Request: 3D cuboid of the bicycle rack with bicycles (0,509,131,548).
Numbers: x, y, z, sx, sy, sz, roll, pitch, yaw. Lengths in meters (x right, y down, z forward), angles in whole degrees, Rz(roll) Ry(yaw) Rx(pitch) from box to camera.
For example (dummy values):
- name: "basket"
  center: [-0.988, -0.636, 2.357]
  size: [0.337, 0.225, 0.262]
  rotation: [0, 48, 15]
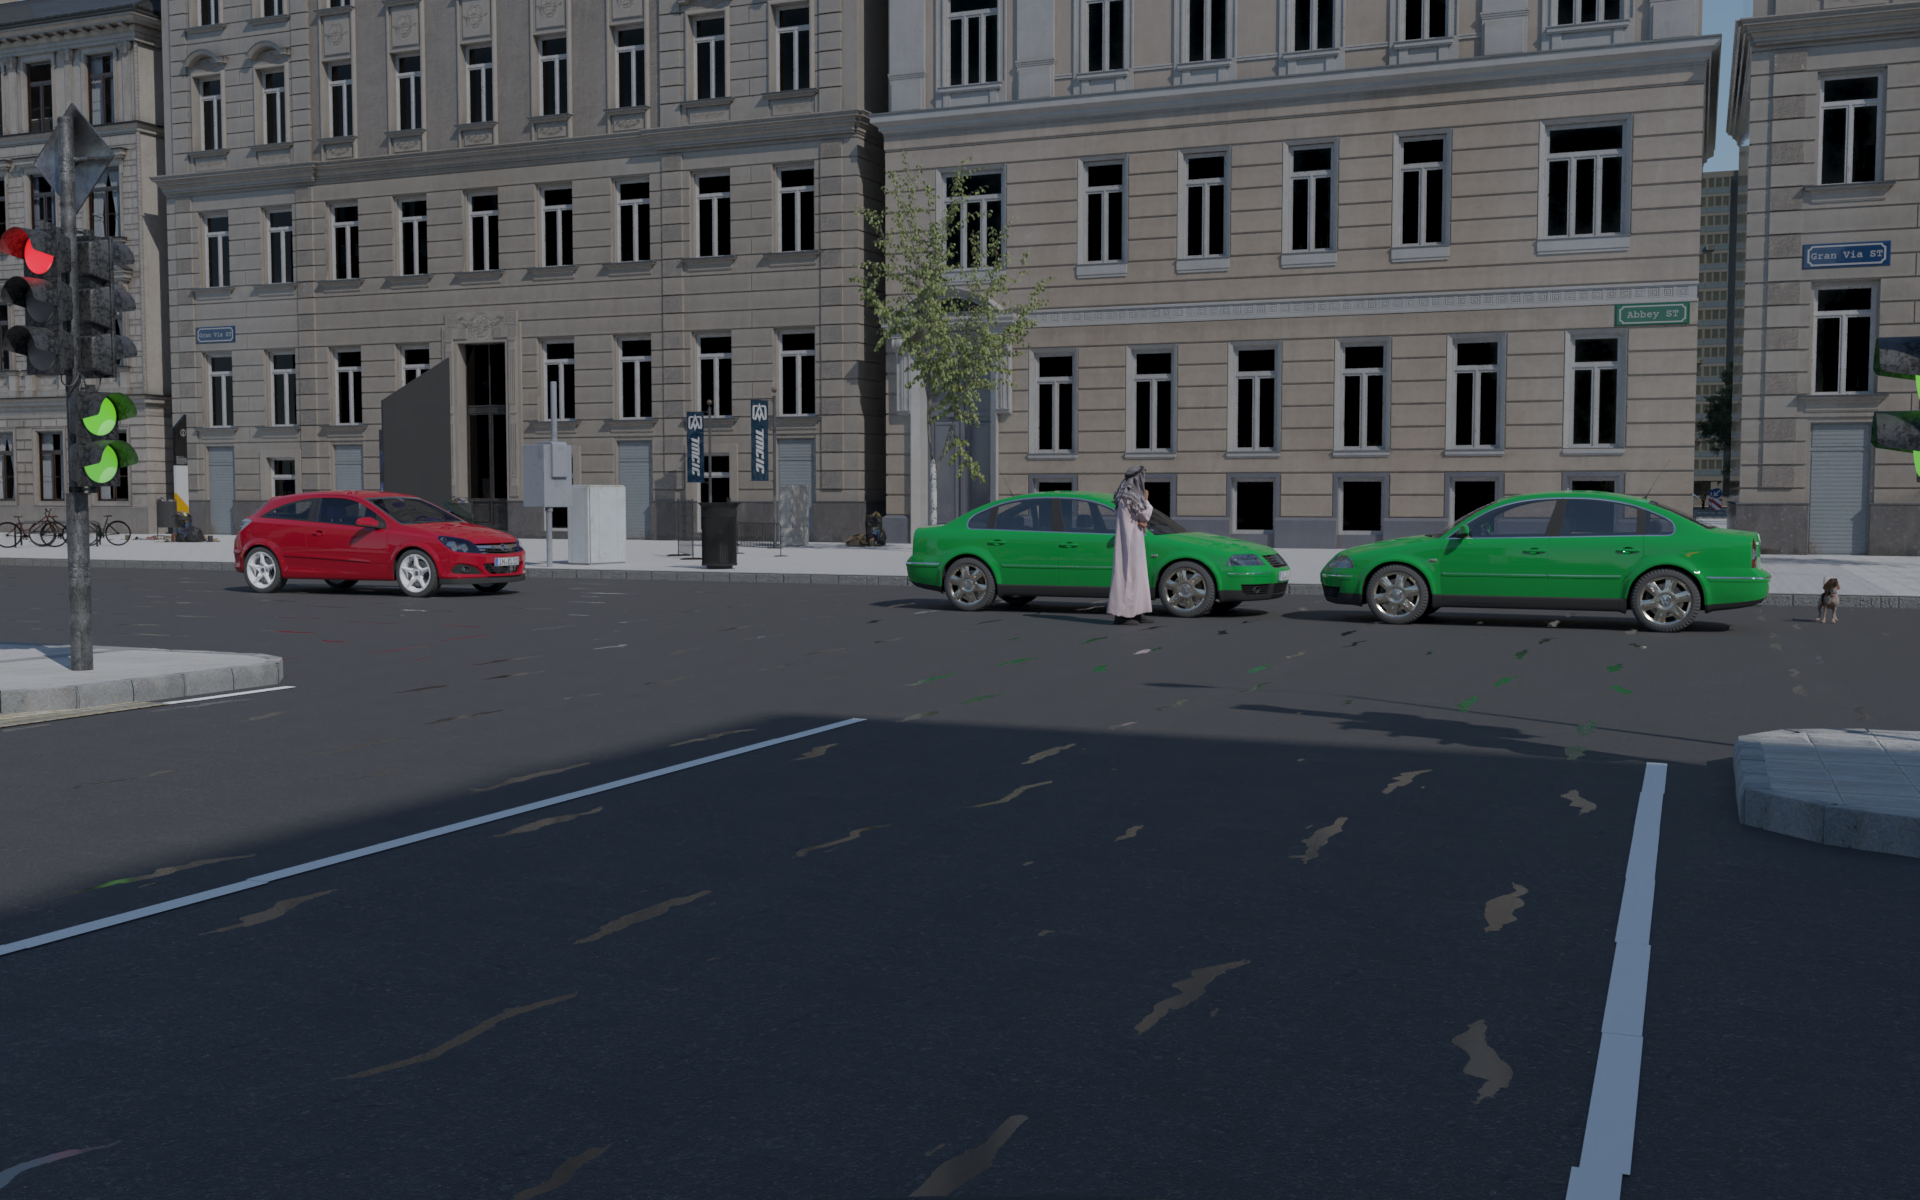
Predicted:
- name: "bicycle rack with bicycles"
  center: [-22.006, -1.787, 42.601]
  size: [2.925, 0.926, 2.852]
  rotation: [-1, 4, -23]

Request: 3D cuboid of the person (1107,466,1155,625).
- name: "person"
  center: [1.904, -0.600, 18.979]
  size: [0.621, 1.740, 0.551]
  rotation: [-1, 4, -15]

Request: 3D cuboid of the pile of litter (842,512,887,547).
- name: "pile of litter"
  center: [-2.380, -1.759, 42.719]
  size: [1.176, 0.858, 1.719]
  rotation: [2, 4, 23]

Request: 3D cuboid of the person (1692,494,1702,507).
- name: "person"
  center: [41.109, -5.440, 97.426]
  size: [1.348, 1.826, 0.705]
  rotation: [-1, 4, -14]

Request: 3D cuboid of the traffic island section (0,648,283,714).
- name: "traffic island section"
  center: [-6.419, 0.589, 12.651]
  size: [2.009, 0.180, 2.903]
  rotation: [1, 4, 23]

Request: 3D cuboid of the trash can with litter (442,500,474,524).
- name: "trash can with litter"
  center: [-9.204, -1.290, 32.478]
  size: [1.055, 1.170, 0.624]
  rotation: [1, 4, 19]

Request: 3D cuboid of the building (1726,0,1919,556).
- name: "building"
  center: [29.883, -14.636, 36.559]
  size: [25.104, 27.353, 12.463]
  rotation: [1, 4, 23]

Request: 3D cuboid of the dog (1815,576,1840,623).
- name: "dog"
  center: [9.723, -0.005, 19.366]
  size: [0.406, 0.507, 0.540]
  rotation: [-1, 4, -19]

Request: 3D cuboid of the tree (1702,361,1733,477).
- name: "tree"
  center: [68.007, -14.778, 149.044]
  size: [7.806, 13.903, 7.818]
  rotation: [0, 3, 0]

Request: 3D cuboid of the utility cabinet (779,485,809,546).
- name: "utility cabinet"
  center: [-4.097, -2.079, 42.671]
  size: [0.318, 1.500, 1.173]
  rotation: [1, 4, 17]

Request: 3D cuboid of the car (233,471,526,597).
- name: "car"
  center: [-8.427, -0.991, 25.240]
  size: [4.494, 1.783, 2.155]
  rotation: [1, 4, 22]

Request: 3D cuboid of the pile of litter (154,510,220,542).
- name: "pile of litter"
  center: [-20.681, -1.980, 46.344]
  size: [1.719, 0.858, 1.176]
  rotation: [1, 4, 21]

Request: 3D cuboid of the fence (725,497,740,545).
- name: "fence"
  center: [-5.912, -2.026, 44.332]
  size: [0.480, 1.192, 2.264]
  rotation: [-1, 4, -9]

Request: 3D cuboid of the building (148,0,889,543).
- name: "building"
  center: [-11.596, -15.736, 54.543]
  size: [25.104, 27.353, 12.463]
  rotation: [1, 4, 23]

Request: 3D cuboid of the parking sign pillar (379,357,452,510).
- name: "parking sign pillar"
  center: [-10.710, -2.788, 34.058]
  size: [1.447, 3.967, 1.447]
  rotation: [-2, 4, -30]

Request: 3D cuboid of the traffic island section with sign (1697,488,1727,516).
- name: "traffic island section with sign"
  center: [49.313, -6.392, 113.145]
  size: [1.989, 1.847, 2.006]
  rotation: [1, 4, 23]

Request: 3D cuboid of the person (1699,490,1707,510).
- name: "person"
  center: [66.387, -8.940, 154.757]
  size: [0.705, 1.812, 1.348]
  rotation: [0, 4, -4]

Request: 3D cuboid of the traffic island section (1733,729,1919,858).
- name: "traffic island section"
  center: [4.667, 0.876, 7.960]
  size: [2.009, 0.180, 2.903]
  rotation: [1, 4, 23]

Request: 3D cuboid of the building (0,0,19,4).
- name: "building"
  center: [-50.658, -17.427, 70.829]
  size: [20.117, 28.700, 13.634]
  rotation: [1, 4, 23]

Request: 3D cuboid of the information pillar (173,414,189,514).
- name: "information pillar"
  center: [-22.715, -3.619, 50.521]
  size: [0.183, 3.616, 0.504]
  rotation: [1, 4, 18]

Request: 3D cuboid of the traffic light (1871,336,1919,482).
- name: "traffic light"
  center: [4.634, -1.158, 7.861]
  size: [0.839, 4.253, 0.868]
  rotation: [1, 4, 23]

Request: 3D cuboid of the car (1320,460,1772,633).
- name: "car"
  center: [6.387, -0.634, 19.164]
  size: [4.718, 1.807, 1.959]
  rotation: [2, 4, 23]

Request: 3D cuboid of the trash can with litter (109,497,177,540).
- name: "trash can with litter"
  center: [-22.664, -2.297, 48.622]
  size: [2.233, 1.210, 1.678]
  rotation: [-1, 4, -14]

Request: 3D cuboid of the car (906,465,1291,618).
- name: "car"
  center: [1.683, -0.765, 21.301]
  size: [4.718, 1.807, 1.959]
  rotation: [2, 4, 24]

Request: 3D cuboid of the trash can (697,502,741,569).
- name: "trash can"
  center: [-4.127, -1.103, 29.691]
  size: [0.748, 1.137, 0.748]
  rotation: [0, 3, 0]

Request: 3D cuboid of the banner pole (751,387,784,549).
- name: "banner pole"
  center: [-4.547, -3.093, 40.588]
  size: [0.863, 3.779, 0.401]
  rotation: [-2, 4, -35]

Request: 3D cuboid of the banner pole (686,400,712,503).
- name: "banner pole"
  center: [-6.887, -3.434, 46.162]
  size: [0.863, 3.779, 0.401]
  rotation: [0, 4, 6]

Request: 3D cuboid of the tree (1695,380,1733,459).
- name: "tree"
  center: [54.013, -11.223, 117.902]
  size: [8.767, 10.594, 7.601]
  rotation: [3, 4, 39]

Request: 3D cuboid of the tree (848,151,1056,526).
- name: "tree"
  center: [-0.356, -5.351, 37.851]
  size: [4.737, 8.622, 4.395]
  rotation: [0, 3, 0]

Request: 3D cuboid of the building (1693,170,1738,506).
- name: "building"
  center: [81.697, -30.987, 198.521]
  size: [23.993, 40.220, 32.217]
  rotation: [1, 4, 23]

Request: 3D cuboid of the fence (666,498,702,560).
- name: "fence"
  center: [-5.521, -1.444, 34.812]
  size: [0.480, 1.192, 2.264]
  rotation: [-1, 4, -17]

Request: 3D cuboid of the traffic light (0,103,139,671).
- name: "traffic light"
  center: [-6.387, -1.442, 12.501]
  size: [0.839, 4.253, 0.868]
  rotation: [1, 4, 23]

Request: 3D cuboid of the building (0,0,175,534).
- name: "building"
  center: [-32.406, -12.106, 62.556]
  size: [19.286, 19.102, 10.561]
  rotation: [1, 4, 23]

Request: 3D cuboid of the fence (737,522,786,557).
- name: "fence"
  center: [-4.228, -1.285, 36.379]
  size: [0.278, 0.683, 2.069]
  rotation: [-2, 4, -34]

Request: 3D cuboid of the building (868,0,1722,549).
- name: "building"
  center: [9.359, -15.909, 46.017]
  size: [20.117, 28.700, 13.634]
  rotation: [1, 4, 23]

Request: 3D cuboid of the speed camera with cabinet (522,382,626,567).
- name: "speed camera with cabinet"
  center: [-6.936, -2.256, 31.219]
  size: [0.660, 3.252, 2.038]
  rotation: [2, 4, 32]
